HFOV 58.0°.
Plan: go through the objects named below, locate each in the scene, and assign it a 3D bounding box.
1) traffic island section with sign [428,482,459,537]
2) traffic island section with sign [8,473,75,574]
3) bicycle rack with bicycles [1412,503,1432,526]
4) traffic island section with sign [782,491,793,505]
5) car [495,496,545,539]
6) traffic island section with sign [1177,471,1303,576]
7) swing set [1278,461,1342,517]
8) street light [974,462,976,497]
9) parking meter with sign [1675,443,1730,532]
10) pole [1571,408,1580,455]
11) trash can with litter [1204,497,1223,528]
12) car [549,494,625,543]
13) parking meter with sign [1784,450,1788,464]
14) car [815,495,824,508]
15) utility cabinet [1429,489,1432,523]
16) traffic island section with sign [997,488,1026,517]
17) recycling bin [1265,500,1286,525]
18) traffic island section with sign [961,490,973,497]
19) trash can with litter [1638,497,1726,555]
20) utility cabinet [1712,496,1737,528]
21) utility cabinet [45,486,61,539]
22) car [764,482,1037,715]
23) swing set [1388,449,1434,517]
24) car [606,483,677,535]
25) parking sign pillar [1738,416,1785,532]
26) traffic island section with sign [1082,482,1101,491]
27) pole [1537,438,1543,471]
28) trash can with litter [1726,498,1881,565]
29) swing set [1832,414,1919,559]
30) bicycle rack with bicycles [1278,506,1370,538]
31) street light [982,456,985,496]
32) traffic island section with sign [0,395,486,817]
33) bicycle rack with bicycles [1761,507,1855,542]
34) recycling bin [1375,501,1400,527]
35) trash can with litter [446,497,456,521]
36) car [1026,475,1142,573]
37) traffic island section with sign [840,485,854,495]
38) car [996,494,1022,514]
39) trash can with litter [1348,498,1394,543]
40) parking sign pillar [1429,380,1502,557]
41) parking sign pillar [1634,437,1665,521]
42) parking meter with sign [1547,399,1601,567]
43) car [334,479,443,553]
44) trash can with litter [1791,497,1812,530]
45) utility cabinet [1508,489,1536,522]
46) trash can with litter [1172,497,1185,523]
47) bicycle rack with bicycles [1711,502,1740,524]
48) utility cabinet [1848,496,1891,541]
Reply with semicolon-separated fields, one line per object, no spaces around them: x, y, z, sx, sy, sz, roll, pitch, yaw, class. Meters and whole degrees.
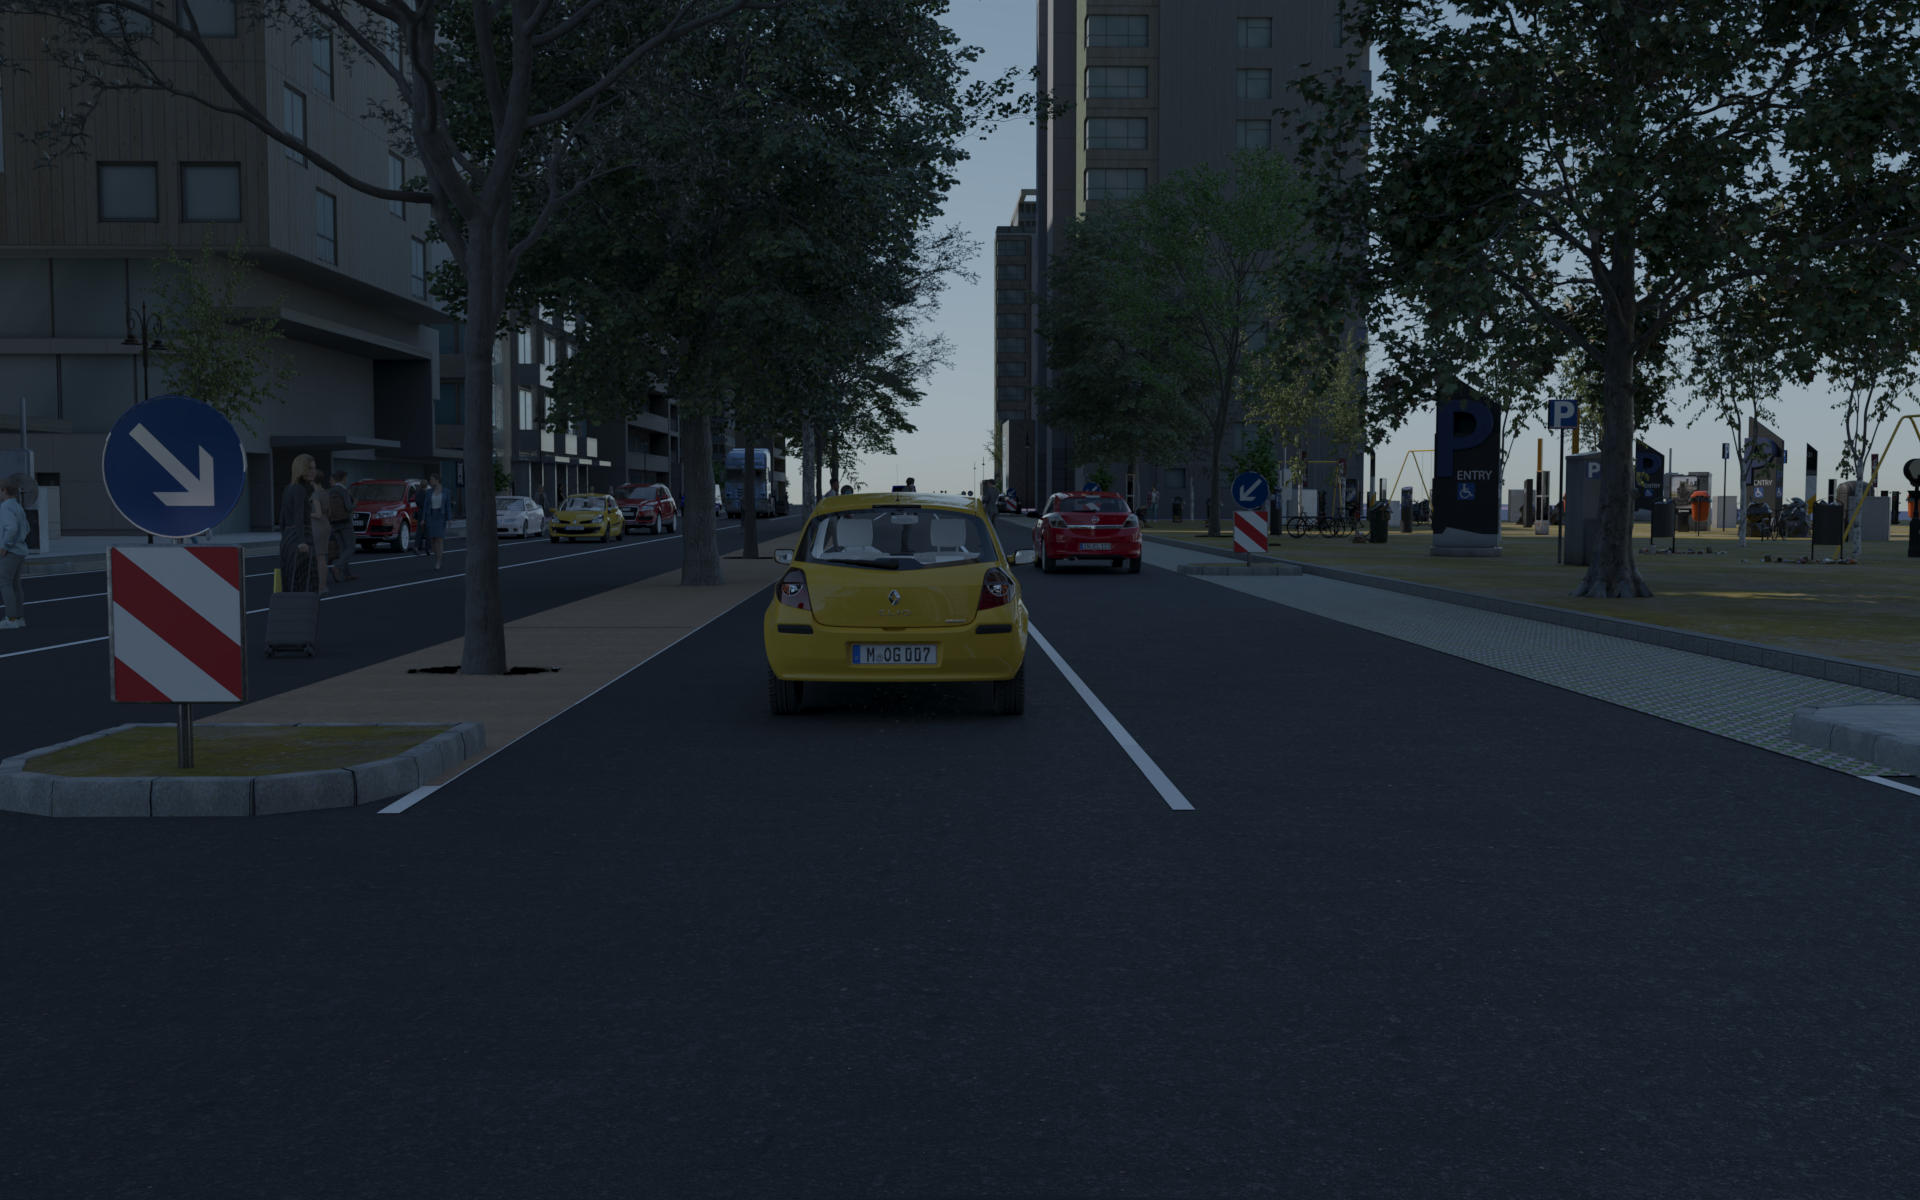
-18.041;-3.050;58.497;1.989;1.847;2.006;0;4;-1;traffic island section with sign
-17.373;-1.402;31.550;1.989;1.847;2.006;0;4;-1;traffic island section with sign
19.475;-3.469;70.099;2.925;0.926;2.852;0;4;6;bicycle rack with bicycles
-21.963;-12.779;217.559;1.989;1.847;2.006;0;4;-1;traffic island section with sign
-14.884;-2.724;56.898;2.083;1.381;4.827;0;4;-2;car
4.963;-1.377;31.135;1.989;1.847;2.006;0;4;-1;traffic island section with sign
16.475;-5.202;82.667;3.119;2.851;2.862;0;4;3;swing set
2.070;-16.544;243.279;0.468;5.910;1.993;0;4;-1;street light
25.487;-3.878;59.672;1.738;3.016;0.543;3;5;40;parking meter with sign
14.597;-2.892;41.128;0.158;3.312;0.155;0;3;0;pole
9.755;-3.383;66.695;0.624;1.170;1.055;1;4;17;trash can with litter
-11.188;-2.555;52.003;2.015;1.641;3.980;0;4;-1;car
31.564;-4.393;68.093;1.738;3.016;0.543;-1;4;-14;parking meter with sign
-14.525;-10.375;181.995;2.083;1.381;4.827;0;4;-2;car
21.367;-4.162;76.723;1.173;1.500;0.318;-1;4;-23;utility cabinet
3.069;-6.090;108.196;1.989;1.847;2.006;0;4;-1;traffic island section with sign
13.164;-3.650;72.226;0.722;1.027;0.722;2;4;27;recycling bin
0.346;-12.819;218.215;1.989;1.847;2.006;0;4;-1;traffic island section with sign
15.571;-1.605;37.306;2.233;1.210;1.678;0;4;-6;trash can with litter
29.092;-3.350;65.934;1.020;1.237;0.306;-2;4;-25;utility cabinet
-25.900;-2.440;48.571;0.318;1.500;1.173;2;4;34;utility cabinet
-0.414;-0.150;12.680;2.015;1.641;3.980;0;4;0;car
16.768;-3.847;60.520;2.862;2.851;3.119;-2;4;-27;swing set
-11.537;-3.290;62.464;2.281;1.827;5.304;0;4;1;car
27.544;-4.339;59.418;1.447;3.967;1.447;-2;4;-30;parking sign pillar
4.285;-3.070;58.830;1.989;1.847;2.006;0;4;-1;traffic island section with sign
21.204;-4.252;63.368;0.158;3.312;0.155;0;3;0;pole
15.780;-1.297;32.267;2.233;1.210;1.678;3;5;43;trash can with litter
18.851;-2.156;32.870;2.862;2.851;3.119;0;4;-4;swing set
10.746;-2.313;51.193;2.925;0.926;2.852;0;4;-7;bicycle rack with bicycles
2.848;-14.559;210.825;0.468;5.910;1.993;0;4;-1;street light
-3.630;-0.030;8.632;2.006;1.907;1.989;0;4;-1;traffic island section with sign
23.078;-2.068;47.191;2.852;0.926;2.925;2;4;30;bicycle rack with bicycles
16.676;-3.367;67.609;0.722;1.027;0.722;-3;4;-36;recycling bin
-24.407;-4.313;81.913;0.624;1.170;1.055;2;4;27;trash can with litter
2.359;-1.455;32.827;2.155;1.783;4.494;0;4;-1;car
-5.493;-4.625;83.747;2.006;1.907;1.989;0;4;-1;traffic island section with sign
3.133;-6.425;114.828;2.009;1.686;4.222;0;4;-2;car
10.728;-2.069;45.219;1.055;1.170;0.624;0;4;-6;trash can with litter
10.483;-2.895;35.798;1.447;3.967;1.447;1;4;21;parking sign pillar
32.477;-5.697;81.615;1.447;3.967;1.447;2;4;27;parking sign pillar
11.211;-2.133;31.142;0.543;3.016;1.738;-1;4;-8;parking meter with sign
-14.606;-2.155;43.914;2.281;1.827;5.304;0;4;-2;car
30.337;-3.107;62.183;0.624;1.170;1.055;-1;4;-20;trash can with litter
25.200;-4.220;77.677;1.173;1.500;0.318;-1;4;-8;utility cabinet
9.834;-4.064;77.830;0.624;1.170;1.055;0;4;4;trash can with litter
33.285;-3.826;75.945;2.925;0.926;2.852;-3;4;-38;bicycle rack with bicycles
25.173;-2.250;47.947;1.020;1.237;0.306;3;4;37;utility cabinet
